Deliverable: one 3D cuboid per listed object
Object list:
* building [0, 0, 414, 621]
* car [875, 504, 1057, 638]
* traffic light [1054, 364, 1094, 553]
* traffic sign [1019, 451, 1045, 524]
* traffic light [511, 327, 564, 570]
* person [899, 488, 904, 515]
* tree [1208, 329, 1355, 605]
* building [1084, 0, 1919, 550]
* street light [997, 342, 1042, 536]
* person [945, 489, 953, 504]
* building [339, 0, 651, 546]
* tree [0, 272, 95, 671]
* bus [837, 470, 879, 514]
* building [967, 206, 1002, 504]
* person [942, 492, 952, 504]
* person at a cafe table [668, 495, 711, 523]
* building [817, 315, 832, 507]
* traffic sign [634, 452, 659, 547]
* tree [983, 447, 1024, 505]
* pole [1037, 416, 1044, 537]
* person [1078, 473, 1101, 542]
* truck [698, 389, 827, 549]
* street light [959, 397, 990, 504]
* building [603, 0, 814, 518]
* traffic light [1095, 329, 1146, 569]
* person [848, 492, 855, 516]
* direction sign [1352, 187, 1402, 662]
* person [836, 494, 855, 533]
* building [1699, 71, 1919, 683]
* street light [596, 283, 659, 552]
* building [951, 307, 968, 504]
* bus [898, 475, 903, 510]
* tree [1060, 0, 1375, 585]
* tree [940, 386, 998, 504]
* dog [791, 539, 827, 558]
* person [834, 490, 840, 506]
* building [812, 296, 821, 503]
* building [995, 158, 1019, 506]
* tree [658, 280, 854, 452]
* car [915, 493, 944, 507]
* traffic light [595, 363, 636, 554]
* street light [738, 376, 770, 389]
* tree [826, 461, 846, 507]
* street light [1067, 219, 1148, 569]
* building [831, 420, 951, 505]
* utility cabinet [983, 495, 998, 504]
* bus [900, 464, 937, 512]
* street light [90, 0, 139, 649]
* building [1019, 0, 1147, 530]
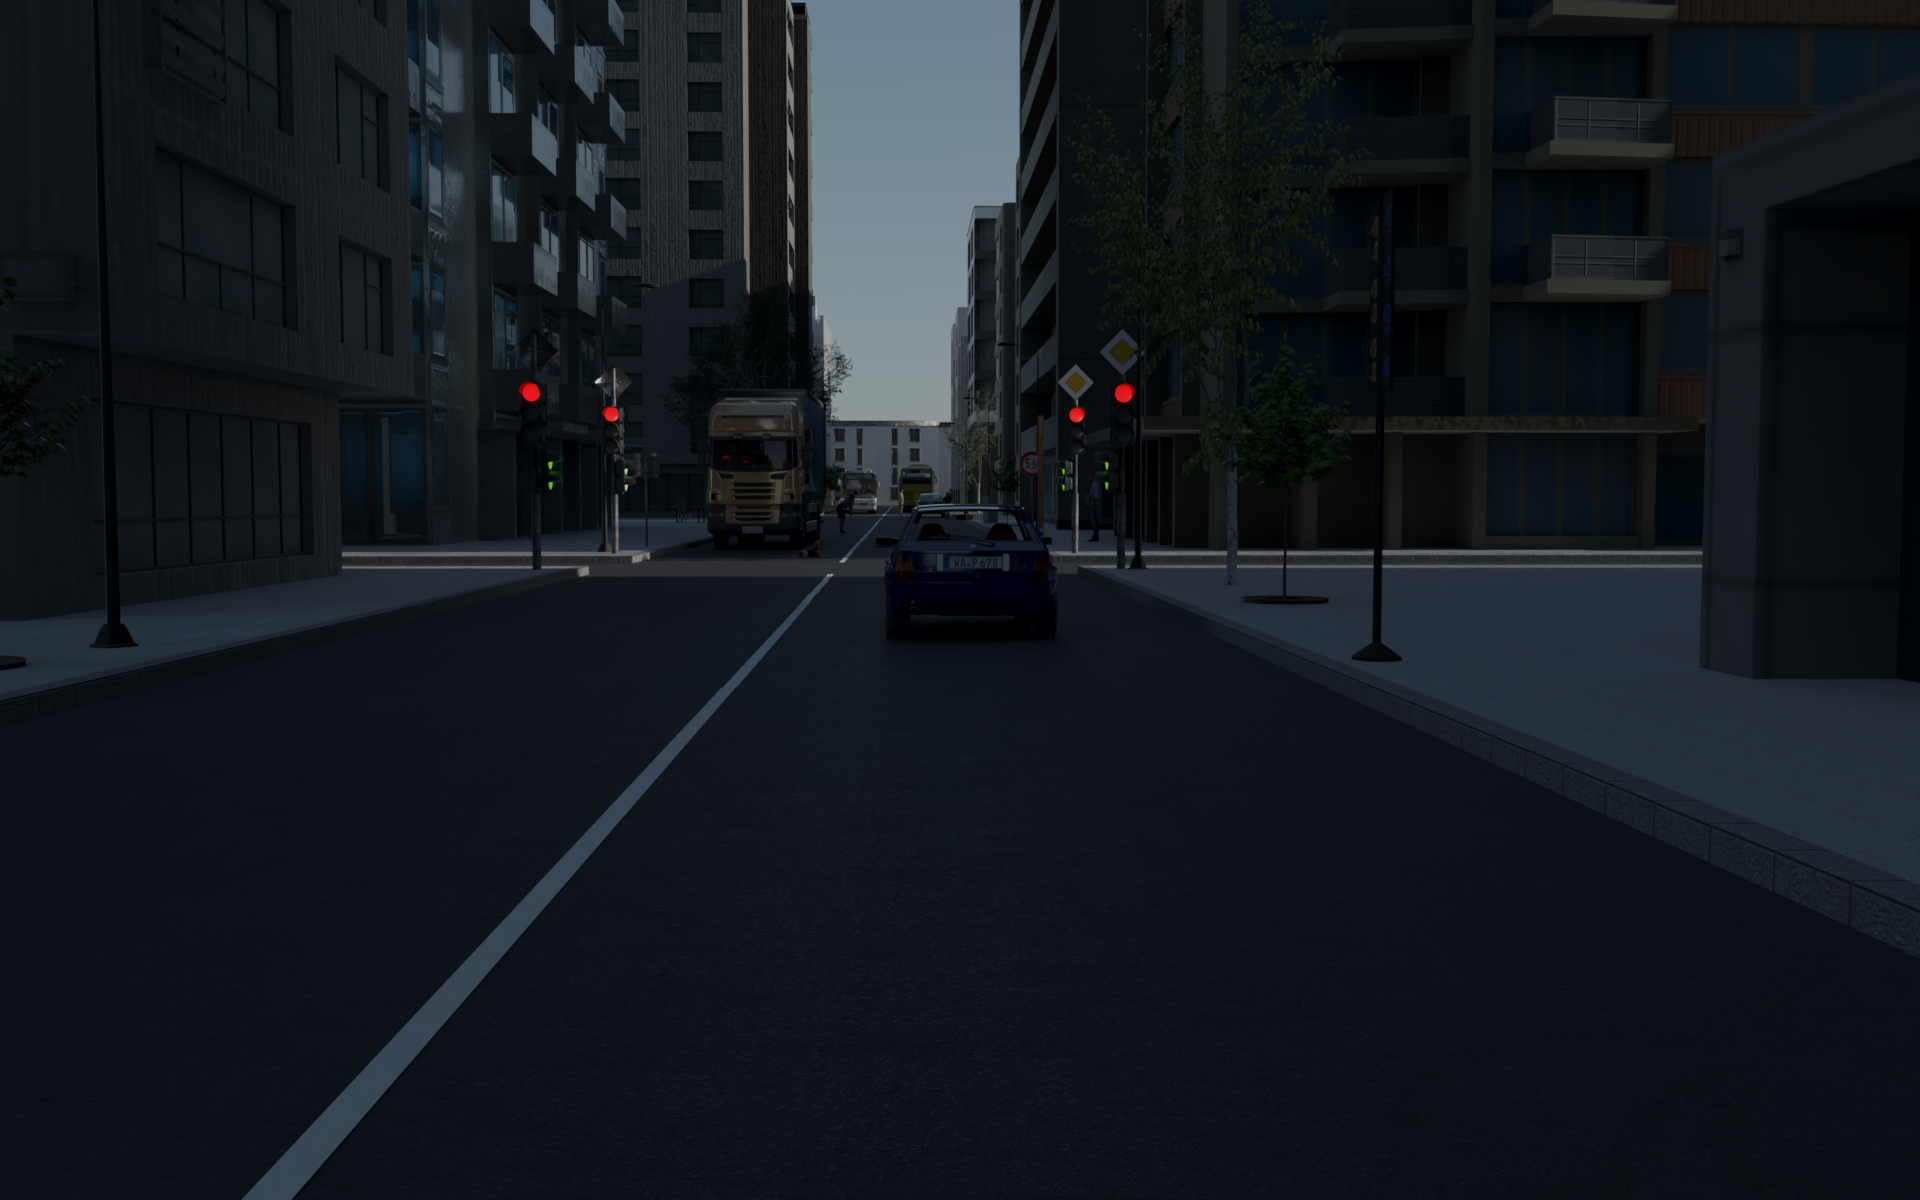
[{"bbox_3d":[-15.646,-20.747,22.801,14.086,41.232,14.154,0,4,-2],"label":"building"},{"bbox_3d":[0.060,-0.367,18.584,1.945,1.354,3.894,0,4,-2],"label":"car"},{"bbox_3d":[2.480,-2.975,37.569,0.839,4.253,0.868,0,4,-2],"label":"traffic light"},{"bbox_3d":[2.144,-3.133,51.338,0.768,2.556,0.104,0,4,5],"label":"traffic sign"},{"bbox_3d":[-7.154,-2.467,29.249,0.839,4.253,0.868,0,4,-2],"label":"traffic light"},{"bbox_3d":[-3.921,-6.588,116.215,0.705,1.824,1.348,0,4,-5],"label":"person"},{"bbox_3d":[3.728,-1.581,20.454,1.663,3.219,1.824,0,3,0],"label":"tree"},{"bbox_3d":[18.150,-24.075,48.257,28.867,44.769,22.147,0,4,-2],"label":"building"},{"bbox_3d":[1.843,-4.927,53.100,1.470,5.913,1.316,0,4,-2],"label":"street light"},{"bbox_3d":[-0.995,-9.173,156.547,0.750,1.759,0.617,0,4,-8],"label":"person"},{"bbox_3d":[-23.032,-26.568,53.997,23.786,49.044,30.456,0,4,-2],"label":"building"},{"bbox_3d":[-7.410,-1.096,12.514,1.663,3.219,1.824,0,3,0],"label":"tree"},{"bbox_3d":[-7.401,-8.112,127.488,2.948,3.499,13.247,0,4,-3],"label":"bus"},{"bbox_3d":[14.424,-18.090,139.745,27.936,21.610,32.646,0,4,-2],"label":"building"},{"bbox_3d":[-0.783,-5.339,98.004,0.569,1.553,0.471,2,4,30],"label":"person"},{"bbox_3d":[-12.179,-4.071,77.430,1.698,1.238,1.726,1,4,11],"label":"person at a cafe table"},{"bbox_3d":[-29.470,-19.143,179.441,31.486,18.905,16.747,0,4,-2],"label":"building"},{"bbox_3d":[-7.654,-2.456,42.278,0.606,2.300,0.079,0,4,-1],"label":"traffic sign"},{"bbox_3d":[1.998,-4.596,69.749,1.663,3.219,1.824,0,3,0],"label":"tree"},{"bbox_3d":[2.106,-3.142,45.216,0.158,3.312,0.155,0,3,0],"label":"pole"},{"bbox_3d":[3.466,-2.476,46.394,0.599,1.838,0.709,0,4,6],"label":"person"},{"bbox_3d":[-5.325,-3.657,48.700,2.839,4.237,11.283,0,4,-1],"label":"truck"},{"bbox_3d":[0.842,-6.753,82.957,1.470,5.913,1.316,0,4,-2],"label":"street light"},{"bbox_3d":[-15.623,-19.890,96.905,14.160,30.474,14.107,0,4,-2],"label":"building"},{"bbox_3d":[2.742,-2.487,29.588,0.839,4.253,0.868,0,4,-2],"label":"traffic light"},{"bbox_3d":[-7.057,-6.206,112.176,0.499,1.552,0.429,3,5,41],"label":"person"},{"bbox_3d":[3.225,-1.303,13.304,0.379,3.537,0.876,0,4,3],"label":"direction sign"},{"bbox_3d":[-4.223,-3.182,63.755,0.697,1.427,0.421,0,4,-6],"label":"person"},{"bbox_3d":[15.993,-34.399,0.672,20.563,71.187,20.611,0,4,-2],"label":"building"},{"bbox_3d":[-7.318,-4.014,38.177,1.470,5.913,1.316,0,4,-2],"label":"street light"},{"bbox_3d":[7.898,-18.728,172.659,16.747,18.905,31.486,0,4,-2],"label":"building"},{"bbox_3d":[-4.402,-10.203,161.684,2.948,3.499,13.247,0,4,-1],"label":"bus"},{"bbox_3d":[3.594,-4.516,24.198,4.737,8.622,4.395,0,3,0],"label":"tree"},{"bbox_3d":[1.051,-10.194,117.028,4.360,8.622,3.978,0,3,0],"label":"tree"},{"bbox_3d":[-3.412,-1.158,39.129,0.748,0.427,0.550,1,4,17],"label":"dog"},{"bbox_3d":[-13.144,-10.914,185.418,0.756,1.711,0.436,0,4,2],"label":"person"},{"bbox_3d":[-21.472,-18.651,161.362,16.016,20.091,11.380,0,4,-2],"label":"building"},{"bbox_3d":[16.549,-15.463,97.858,27.650,21.520,28.899,0,4,-2],"label":"building"},{"bbox_3d":[-9.155,-8.666,76.099,8.767,10.594,7.601,-3,4,-36],"label":"tree"},{"bbox_3d":[-1.806,-5.969,106.385,1.959,1.807,4.718,0,4,-1],"label":"car"},{"bbox_3d":[-7.416,-2.955,37.230,0.839,4.253,0.868,0,4,-2],"label":"traffic light"},{"bbox_3d":[-8.182,-5.861,68.363,1.470,5.913,1.316,0,4,-2],"label":"street light"},{"bbox_3d":[-12.408,-11.406,170.194,4.285,4.588,4.351,0,3,0],"label":"tree"},{"bbox_3d":[2.507,-3.482,29.464,1.470,5.913,1.316,0,4,-2],"label":"street light"},{"bbox_3d":[-2.631,-15.909,202.265,28.070,9.664,9.099,0,4,-2],"label":"building"},{"bbox_3d":[1.337,-3.988,76.367,0.306,1.237,1.020,2,4,25],"label":"utility cabinet"},{"bbox_3d":[-3.401,-9.194,141.862,2.896,3.916,12.252,0,3,0],"label":"bus"},{"bbox_3d":[-6.568,-2.560,14.390,1.470,5.913,1.316,0,4,-2],"label":"street light"},{"bbox_3d":[13.786,-27.370,71.207,21.300,48.544,21.600,0,4,-2],"label":"building"}]
